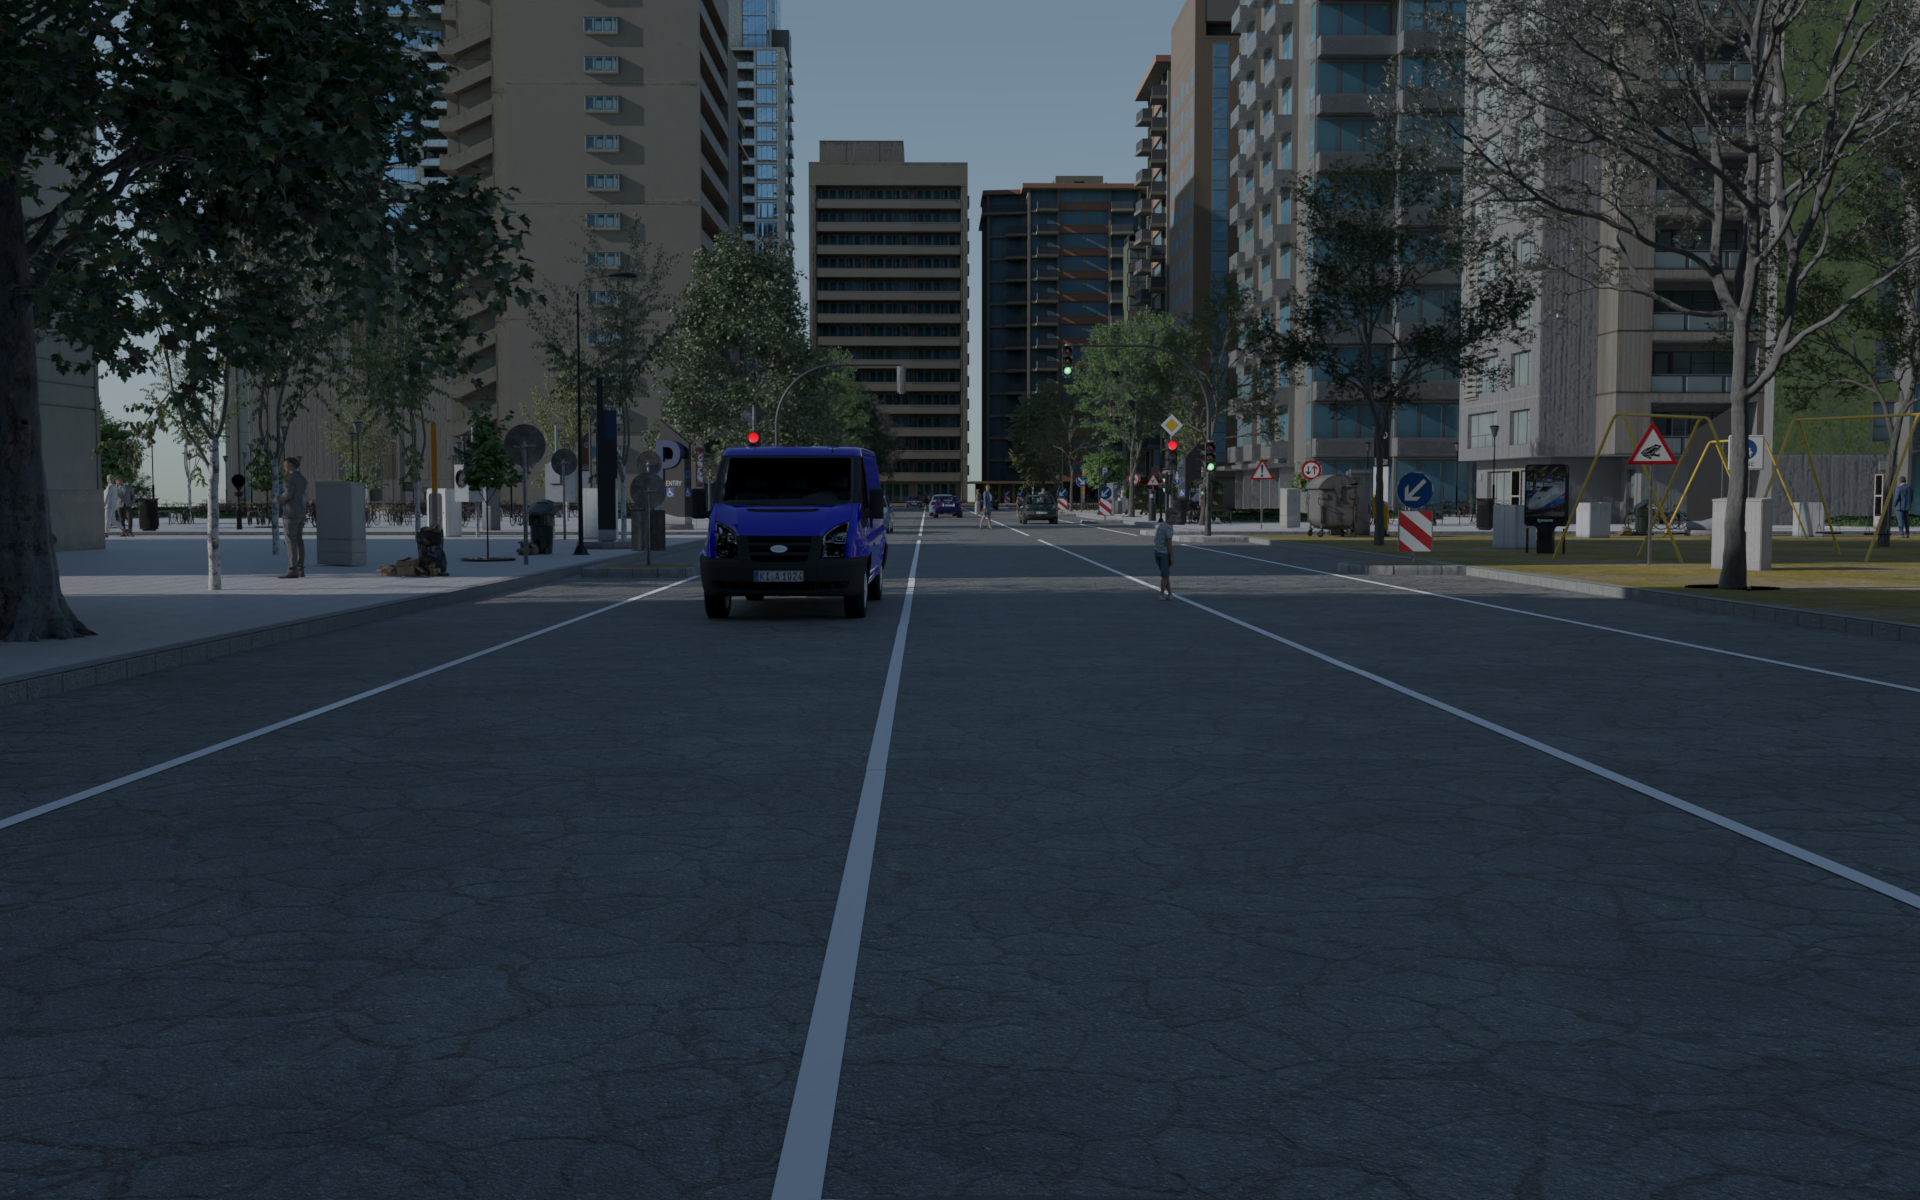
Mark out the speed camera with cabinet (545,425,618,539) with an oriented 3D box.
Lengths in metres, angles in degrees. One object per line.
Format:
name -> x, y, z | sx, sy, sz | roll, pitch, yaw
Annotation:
speed camera with cabinet -> -10.860, -3.388, 49.724 | 2.038, 3.252, 0.660 | 1, 4, 17

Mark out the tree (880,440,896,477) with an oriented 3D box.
tree -> -11.552, -16.095, 197.566 | 8.767, 10.594, 7.601 | 0, 4, -1

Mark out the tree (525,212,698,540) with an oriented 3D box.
tree -> -8.946, -5.763, 44.583 | 4.360, 8.622, 3.978 | 0, 3, 0

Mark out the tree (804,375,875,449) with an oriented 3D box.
tree -> -10.810, -14.027, 147.460 | 7.486, 12.596, 7.792 | 0, 3, 0

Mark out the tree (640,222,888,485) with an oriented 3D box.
tree -> -9.125, -9.562, 73.350 | 9.611, 12.733, 9.660 | 0, 3, 0

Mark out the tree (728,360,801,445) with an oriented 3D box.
tree -> -9.865, -8.505, 89.423 | 4.360, 8.622, 3.978 | 0, 3, 0

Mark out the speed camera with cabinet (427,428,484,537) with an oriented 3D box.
speed camera with cabinet -> -15.068, -3.504, 51.620 | 2.038, 3.252, 0.660 | 3, 4, 37

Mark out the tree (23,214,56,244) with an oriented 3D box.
tree -> -15.782, -4.644, 26.298 | 4.737, 8.622, 4.395 | 0, 3, 0

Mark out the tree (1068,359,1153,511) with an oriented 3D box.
tree -> 10.177, -8.320, 70.437 | 7.601, 10.594, 8.767 | 3, 5, 40

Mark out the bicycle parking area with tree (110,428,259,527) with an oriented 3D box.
bicycle parking area with tree -> -31.087, -5.230, 72.509 | 8.231, 4.147, 9.016 | 0, 4, 2

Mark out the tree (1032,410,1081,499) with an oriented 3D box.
tree -> 8.098, -11.921, 145.275 | 4.360, 8.622, 3.978 | 0, 3, 0

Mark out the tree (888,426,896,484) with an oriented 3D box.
tree -> -10.756, -15.583, 171.793 | 9.611, 12.733, 9.660 | 0, 3, 0

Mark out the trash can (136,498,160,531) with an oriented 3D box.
trash can -> -28.161, -2.964, 60.110 | 0.748, 1.137, 0.748 | 0, 3, 0

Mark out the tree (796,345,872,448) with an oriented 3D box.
tree -> -9.750, -11.909, 120.474 | 9.928, 11.665, 9.643 | 0, 3, 0

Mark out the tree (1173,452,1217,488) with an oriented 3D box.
tree -> 16.474, -8.489, 122.508 | 4.285, 4.588, 4.351 | 0, 3, 0

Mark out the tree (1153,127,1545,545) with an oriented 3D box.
tree -> 10.749, -6.656, 43.240 | 7.601, 10.594, 8.767 | -3, 5, -45

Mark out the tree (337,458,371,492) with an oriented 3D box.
tree -> -32.663, -6.066, 93.778 | 1.663, 3.219, 1.824 | 0, 3, 0

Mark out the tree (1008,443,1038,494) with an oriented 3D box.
tree -> 7.488, -14.157, 181.834 | 4.737, 8.622, 4.395 | 0, 3, 0

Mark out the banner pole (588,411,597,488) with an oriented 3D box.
banner pole -> -10.901, -3.805, 52.228 | 0.863, 3.779, 0.401 | -1, 4, -12

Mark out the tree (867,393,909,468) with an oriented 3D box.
tree -> -11.137, -18.322, 209.936 | 12.009, 13.543, 11.850 | 0, 3, 0

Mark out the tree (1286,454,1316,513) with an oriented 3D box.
tree -> 16.554, -5.357, 82.189 | 1.663, 3.219, 1.824 | 0, 3, 0

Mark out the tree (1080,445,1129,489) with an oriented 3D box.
tree -> 9.642, -8.036, 115.097 | 4.285, 4.588, 4.351 | 0, 3, 0

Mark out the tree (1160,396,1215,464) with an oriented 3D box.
tree -> 16.747, -10.892, 128.445 | 4.737, 8.622, 4.395 | 0, 3, 0

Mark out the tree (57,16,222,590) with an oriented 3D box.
tree -> -10.054, -4.456, 23.214 | 4.360, 8.622, 3.978 | 0, 3, 0

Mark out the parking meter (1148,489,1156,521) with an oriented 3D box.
parking meter -> 9.137, -4.517, 82.257 | 0.372, 1.533, 0.369 | 0, 3, 0

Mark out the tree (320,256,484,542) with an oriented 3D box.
tree -> -14.761, -5.858, 46.143 | 4.737, 8.622, 4.395 | 0, 3, 0

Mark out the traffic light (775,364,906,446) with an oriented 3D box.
traffic light -> -4.270, -5.255, 60.594 | 4.771, 5.953, 1.251 | 0, 4, -1

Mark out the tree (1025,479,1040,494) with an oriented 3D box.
tree -> 7.803, -11.952, 190.009 | 1.663, 3.219, 1.824 | 0, 3, 0

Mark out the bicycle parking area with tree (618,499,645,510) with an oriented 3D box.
bicycle parking area with tree -> -20.884, -7.775, 114.126 | 8.231, 4.147, 9.016 | 0, 4, -4

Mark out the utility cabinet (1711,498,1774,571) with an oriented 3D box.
utility cabinet -> 13.290, -1.119, 29.458 | 0.306, 1.237, 1.020 | -2, 4, -25

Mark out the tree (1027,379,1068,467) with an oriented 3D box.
tree -> 8.506, -11.824, 127.740 | 7.601, 10.594, 8.767 | -2, 4, -25

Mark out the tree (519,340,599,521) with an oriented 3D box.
tree -> -18.888, -8.102, 82.831 | 4.737, 8.622, 4.395 | 0, 3, 0

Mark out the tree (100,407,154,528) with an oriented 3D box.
tree -> -32.050, -4.970, 64.978 | 4.285, 4.588, 4.351 | 0, 3, 0

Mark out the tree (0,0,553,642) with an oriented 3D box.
tree -> -8.467, -6.000, 15.100 | 9.611, 12.733, 9.660 | 0, 3, 0

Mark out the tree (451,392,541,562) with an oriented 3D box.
tree -> -9.056, -2.352, 33.064 | 1.663, 3.219, 1.824 | 0, 3, 0

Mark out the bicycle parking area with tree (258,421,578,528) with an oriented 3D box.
bicycle parking area with tree -> -21.142, -4.981, 68.443 | 8.231, 4.147, 9.016 | 1, 4, 17

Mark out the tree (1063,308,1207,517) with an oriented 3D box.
tree -> 9.722, -10.409, 95.941 | 9.928, 11.665, 9.643 | 0, 3, 0

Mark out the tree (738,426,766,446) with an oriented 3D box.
tree -> -10.256, -8.862, 95.252 | 4.737, 8.622, 4.395 | 0, 3, 0

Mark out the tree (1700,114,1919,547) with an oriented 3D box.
tree -> 22.266, -6.540, 41.336 | 8.767, 10.594, 7.601 | 1, 4, 15

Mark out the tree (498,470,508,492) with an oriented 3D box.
tree -> -32.351, -8.271, 118.951 | 4.285, 4.588, 4.351 | 0, 3, 0

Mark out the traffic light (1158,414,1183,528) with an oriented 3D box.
traffic light -> 7.398, -4.396, 60.790 | 0.839, 4.253, 0.868 | 0, 4, -1

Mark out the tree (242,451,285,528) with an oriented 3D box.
tree -> -26.482, -4.380, 66.219 | 1.663, 3.219, 1.824 | 0, 3, 0

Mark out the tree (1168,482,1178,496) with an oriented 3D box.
tree -> 16.419, -8.424, 132.327 | 1.663, 3.219, 1.824 | 0, 3, 0

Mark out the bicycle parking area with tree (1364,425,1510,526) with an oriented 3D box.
bicycle parking area with tree -> 19.733, -5.202, 72.052 | 8.231, 4.147, 9.016 | 0, 4, 5

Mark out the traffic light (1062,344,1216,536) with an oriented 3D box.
traffic light -> 5.456, -4.768, 52.627 | 4.771, 5.953, 1.251 | 0, 4, -1

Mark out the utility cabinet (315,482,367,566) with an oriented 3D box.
utility cabinet -> -11.078, -1.366, 31.018 | 1.173, 1.500, 0.318 | 3, 5, 40

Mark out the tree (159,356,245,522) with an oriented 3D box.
tree -> -35.293, -7.910, 79.687 | 4.737, 8.622, 4.395 | 0, 3, 0

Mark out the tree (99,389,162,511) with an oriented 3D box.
tree -> -64.801, -13.542, 123.232 | 13.155, 14.587, 18.604 | -1, 4, -18

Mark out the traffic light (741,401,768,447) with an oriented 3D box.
traffic light -> -6.212, -3.891, 52.537 | 0.839, 4.253, 0.868 | 0, 4, -1

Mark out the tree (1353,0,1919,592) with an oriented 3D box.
tree -> 10.587, -6.889, 23.001 | 12.009, 13.543, 11.850 | 0, 3, 0

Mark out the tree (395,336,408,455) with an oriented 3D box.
tree -> -14.392, -5.282, 36.719 | 4.360, 8.622, 3.978 | 0, 3, 0

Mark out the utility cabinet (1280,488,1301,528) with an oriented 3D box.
utility cabinet -> 12.424, -3.450, 65.094 | 0.318, 1.500, 1.173 | 3, 4, 36

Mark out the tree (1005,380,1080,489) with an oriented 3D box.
tree -> 8.227, -15.497, 171.502 | 7.486, 12.596, 7.792 | 0, 3, 0
